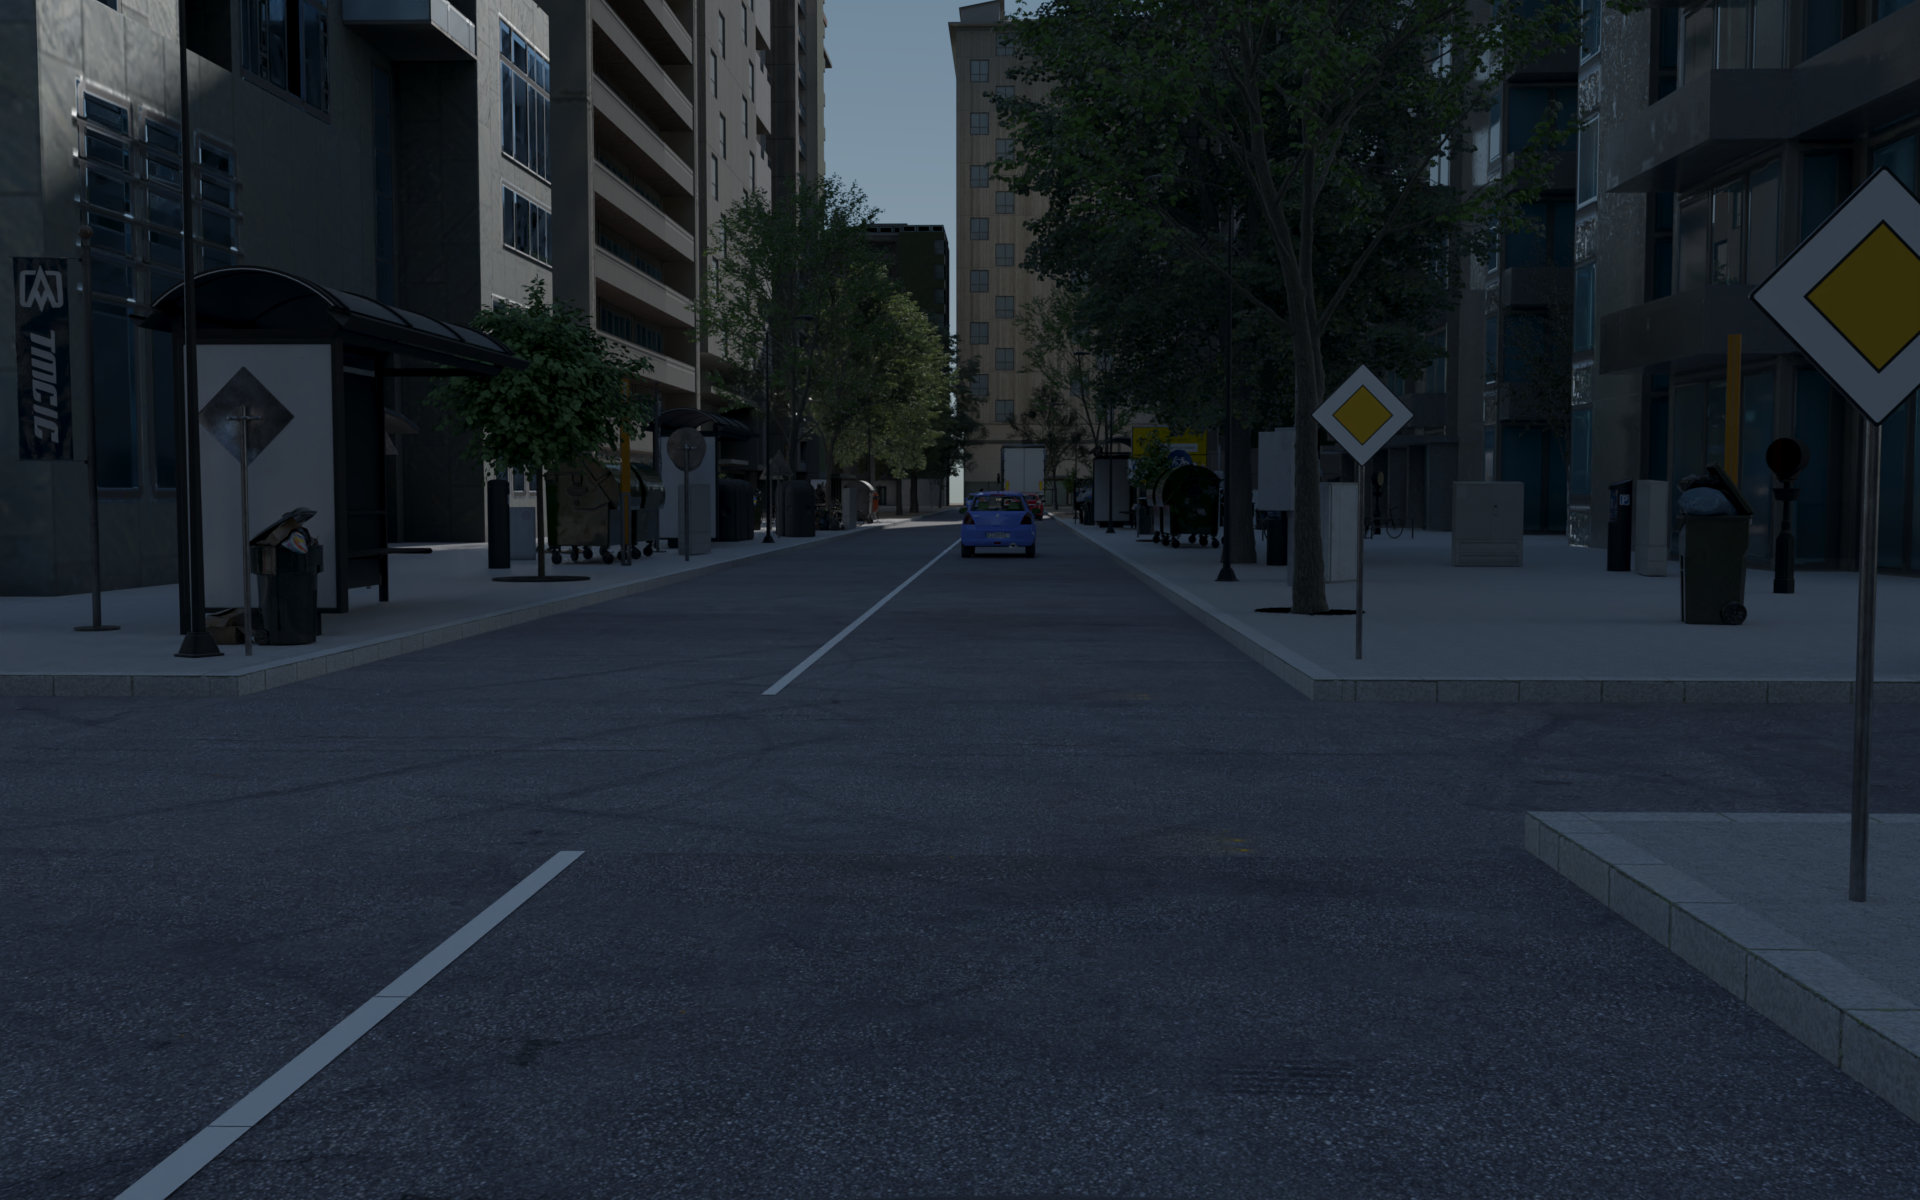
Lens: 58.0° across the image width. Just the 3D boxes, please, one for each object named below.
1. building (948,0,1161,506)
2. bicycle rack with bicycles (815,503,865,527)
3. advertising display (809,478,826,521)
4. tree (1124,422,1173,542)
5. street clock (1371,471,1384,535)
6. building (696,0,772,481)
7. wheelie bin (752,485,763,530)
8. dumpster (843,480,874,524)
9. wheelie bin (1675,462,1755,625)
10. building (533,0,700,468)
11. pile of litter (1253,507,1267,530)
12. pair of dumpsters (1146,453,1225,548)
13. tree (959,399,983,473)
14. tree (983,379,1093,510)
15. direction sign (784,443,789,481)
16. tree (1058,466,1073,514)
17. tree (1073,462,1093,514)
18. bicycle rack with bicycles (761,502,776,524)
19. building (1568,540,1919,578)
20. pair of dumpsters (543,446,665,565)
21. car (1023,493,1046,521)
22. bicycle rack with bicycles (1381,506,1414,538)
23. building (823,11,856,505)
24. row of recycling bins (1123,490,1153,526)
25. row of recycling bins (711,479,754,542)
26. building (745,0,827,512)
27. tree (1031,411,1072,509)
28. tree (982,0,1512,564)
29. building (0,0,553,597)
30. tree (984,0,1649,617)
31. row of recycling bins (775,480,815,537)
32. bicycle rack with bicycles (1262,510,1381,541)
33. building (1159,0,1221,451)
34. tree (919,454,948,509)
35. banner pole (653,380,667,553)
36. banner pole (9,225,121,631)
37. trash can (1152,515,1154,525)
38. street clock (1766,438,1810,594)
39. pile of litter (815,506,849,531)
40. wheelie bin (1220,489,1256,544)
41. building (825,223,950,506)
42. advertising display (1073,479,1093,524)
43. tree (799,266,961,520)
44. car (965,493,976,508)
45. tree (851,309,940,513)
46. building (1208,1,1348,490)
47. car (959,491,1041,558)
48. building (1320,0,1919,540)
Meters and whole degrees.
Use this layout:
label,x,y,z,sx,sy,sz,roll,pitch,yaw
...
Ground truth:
label,x,y,z,sx,sy,sz,roll,pitch,yaw
building,12.966,-36.973,193.749,27.495,52.752,28.713,0,4,2
bicycle rack with bicycles,-5.199,-3.365,68.406,2.925,0.926,2.852,0,4,-2
advertising display,-5.800,-4.063,71.642,0.974,1.923,0.123,-2,4,-33
tree,5.368,-3.184,46.656,1.663,3.219,1.824,0,3,0
street clock,13.178,-3.066,54.694,0.358,2.002,0.471,3,4,39
building,-26.067,-31.388,102.435,28.713,52.752,27.495,0,4,2
wheelie bin,-7.390,-3.260,61.209,0.693,1.594,0.980,-3,5,-44
dumpster,-4.357,-4.180,74.105,1.264,1.857,1.865,0,4,2
wheelie bin,7.453,-0.566,17.166,0.693,1.594,0.980,1,4,16
building,-23.222,-27.313,70.266,21.300,48.544,21.600,0,4,2
pile of litter,11.086,-2.968,62.486,1.176,0.858,1.719,0,4,7
pair of dumpsters,5.568,-2.470,42.877,1.574,2.255,4.437,0,4,2
tree,-1.700,-13.685,158.155,8.767,10.594,7.601,-2,4,-30
tree,7.541,-12.563,139.822,7.601,10.594,8.767,2,4,32
direction sign,-7.661,-5.215,77.269,0.379,3.537,0.876,1,4,15
tree,7.178,-7.014,109.284,1.663,3.219,1.824,0,3,0
tree,7.341,-5.908,91.201,1.663,3.219,1.824,0,3,0
bicycle rack with bicycles,-7.591,-3.717,74.159,2.852,0.926,2.925,-1,4,-19
building,27.578,-25.187,31.410,30.456,49.044,23.786,0,4,2
pair of dumpsters,-6.871,-1.894,33.453,1.574,2.255,4.437,0,4,2
car,3.620,-5.237,94.667,2.155,1.783,4.494,0,4,2
bicycle rack with bicycles,11.652,-2.256,50.262,2.925,0.926,2.852,-2,4,-34
building,-24.272,-30.095,146.677,28.867,44.769,22.147,0,4,2
row of recycling bins,7.775,-3.947,71.642,1.069,1.692,3.534,3,4,38
row of recycling bins,-6.298,-2.501,48.004,1.069,1.692,3.534,0,4,1
building,-17.327,-26.919,123.723,14.154,41.232,14.086,0,4,2
tree,7.903,-12.197,149.780,4.737,8.622,4.395,0,3,0
tree,5.261,-7.652,31.759,9.857,13.997,8.962,0,3,0
building,-21.942,-44.167,34.810,22.319,86.520,31.000,0,4,2
tree,3.670,-5.667,18.412,9.928,11.665,9.643,0,3,0
row of recycling bins,-5.085,-2.800,52.893,1.069,1.692,3.534,-1,4,-12
bicycle rack with bicycles,9.367,-2.018,46.378,2.925,0.926,2.852,0,4,-2
building,25.761,-30.517,122.656,21.300,48.544,21.600,0,4,2
tree,-2.540,-12.233,150.371,4.360,8.622,3.978,0,3,0
banner pole,-6.657,-2.951,38.270,0.401,3.779,0.863,0,4,0
banner pole,-8.373,-1.601,16.193,0.863,3.779,0.401,-1,4,-12
trash can,6.646,-2.943,59.771,0.748,1.137,0.748,0,3,0
street clock,10.649,-1.086,22.327,0.358,2.002,0.471,-3,4,-37
pile of litter,-4.792,-2.872,60.929,1.719,0.858,1.176,1,4,19
wheelie bin,6.960,-2.171,43.409,0.693,1.594,0.980,-2,4,-35
building,-8.240,-25.439,187.625,14.107,30.474,14.160,0,4,2
advertising display,5.260,-4.203,73.928,0.974,1.923,0.123,-2,4,-35
tree,-4.753,-10.215,85.149,7.486,12.596,7.792,0,3,0
car,1.356,-7.883,138.481,1.945,1.707,3.694,0,4,0
tree,-3.043,-12.960,118.558,9.857,13.997,8.962,0,3,0
building,26.518,-43.105,143.024,20.563,71.187,20.611,0,4,2
car,0.921,-1.878,40.298,1.945,1.707,3.694,0,4,3
building,26.706,-27.261,65.330,23.786,49.044,30.456,0,4,2
